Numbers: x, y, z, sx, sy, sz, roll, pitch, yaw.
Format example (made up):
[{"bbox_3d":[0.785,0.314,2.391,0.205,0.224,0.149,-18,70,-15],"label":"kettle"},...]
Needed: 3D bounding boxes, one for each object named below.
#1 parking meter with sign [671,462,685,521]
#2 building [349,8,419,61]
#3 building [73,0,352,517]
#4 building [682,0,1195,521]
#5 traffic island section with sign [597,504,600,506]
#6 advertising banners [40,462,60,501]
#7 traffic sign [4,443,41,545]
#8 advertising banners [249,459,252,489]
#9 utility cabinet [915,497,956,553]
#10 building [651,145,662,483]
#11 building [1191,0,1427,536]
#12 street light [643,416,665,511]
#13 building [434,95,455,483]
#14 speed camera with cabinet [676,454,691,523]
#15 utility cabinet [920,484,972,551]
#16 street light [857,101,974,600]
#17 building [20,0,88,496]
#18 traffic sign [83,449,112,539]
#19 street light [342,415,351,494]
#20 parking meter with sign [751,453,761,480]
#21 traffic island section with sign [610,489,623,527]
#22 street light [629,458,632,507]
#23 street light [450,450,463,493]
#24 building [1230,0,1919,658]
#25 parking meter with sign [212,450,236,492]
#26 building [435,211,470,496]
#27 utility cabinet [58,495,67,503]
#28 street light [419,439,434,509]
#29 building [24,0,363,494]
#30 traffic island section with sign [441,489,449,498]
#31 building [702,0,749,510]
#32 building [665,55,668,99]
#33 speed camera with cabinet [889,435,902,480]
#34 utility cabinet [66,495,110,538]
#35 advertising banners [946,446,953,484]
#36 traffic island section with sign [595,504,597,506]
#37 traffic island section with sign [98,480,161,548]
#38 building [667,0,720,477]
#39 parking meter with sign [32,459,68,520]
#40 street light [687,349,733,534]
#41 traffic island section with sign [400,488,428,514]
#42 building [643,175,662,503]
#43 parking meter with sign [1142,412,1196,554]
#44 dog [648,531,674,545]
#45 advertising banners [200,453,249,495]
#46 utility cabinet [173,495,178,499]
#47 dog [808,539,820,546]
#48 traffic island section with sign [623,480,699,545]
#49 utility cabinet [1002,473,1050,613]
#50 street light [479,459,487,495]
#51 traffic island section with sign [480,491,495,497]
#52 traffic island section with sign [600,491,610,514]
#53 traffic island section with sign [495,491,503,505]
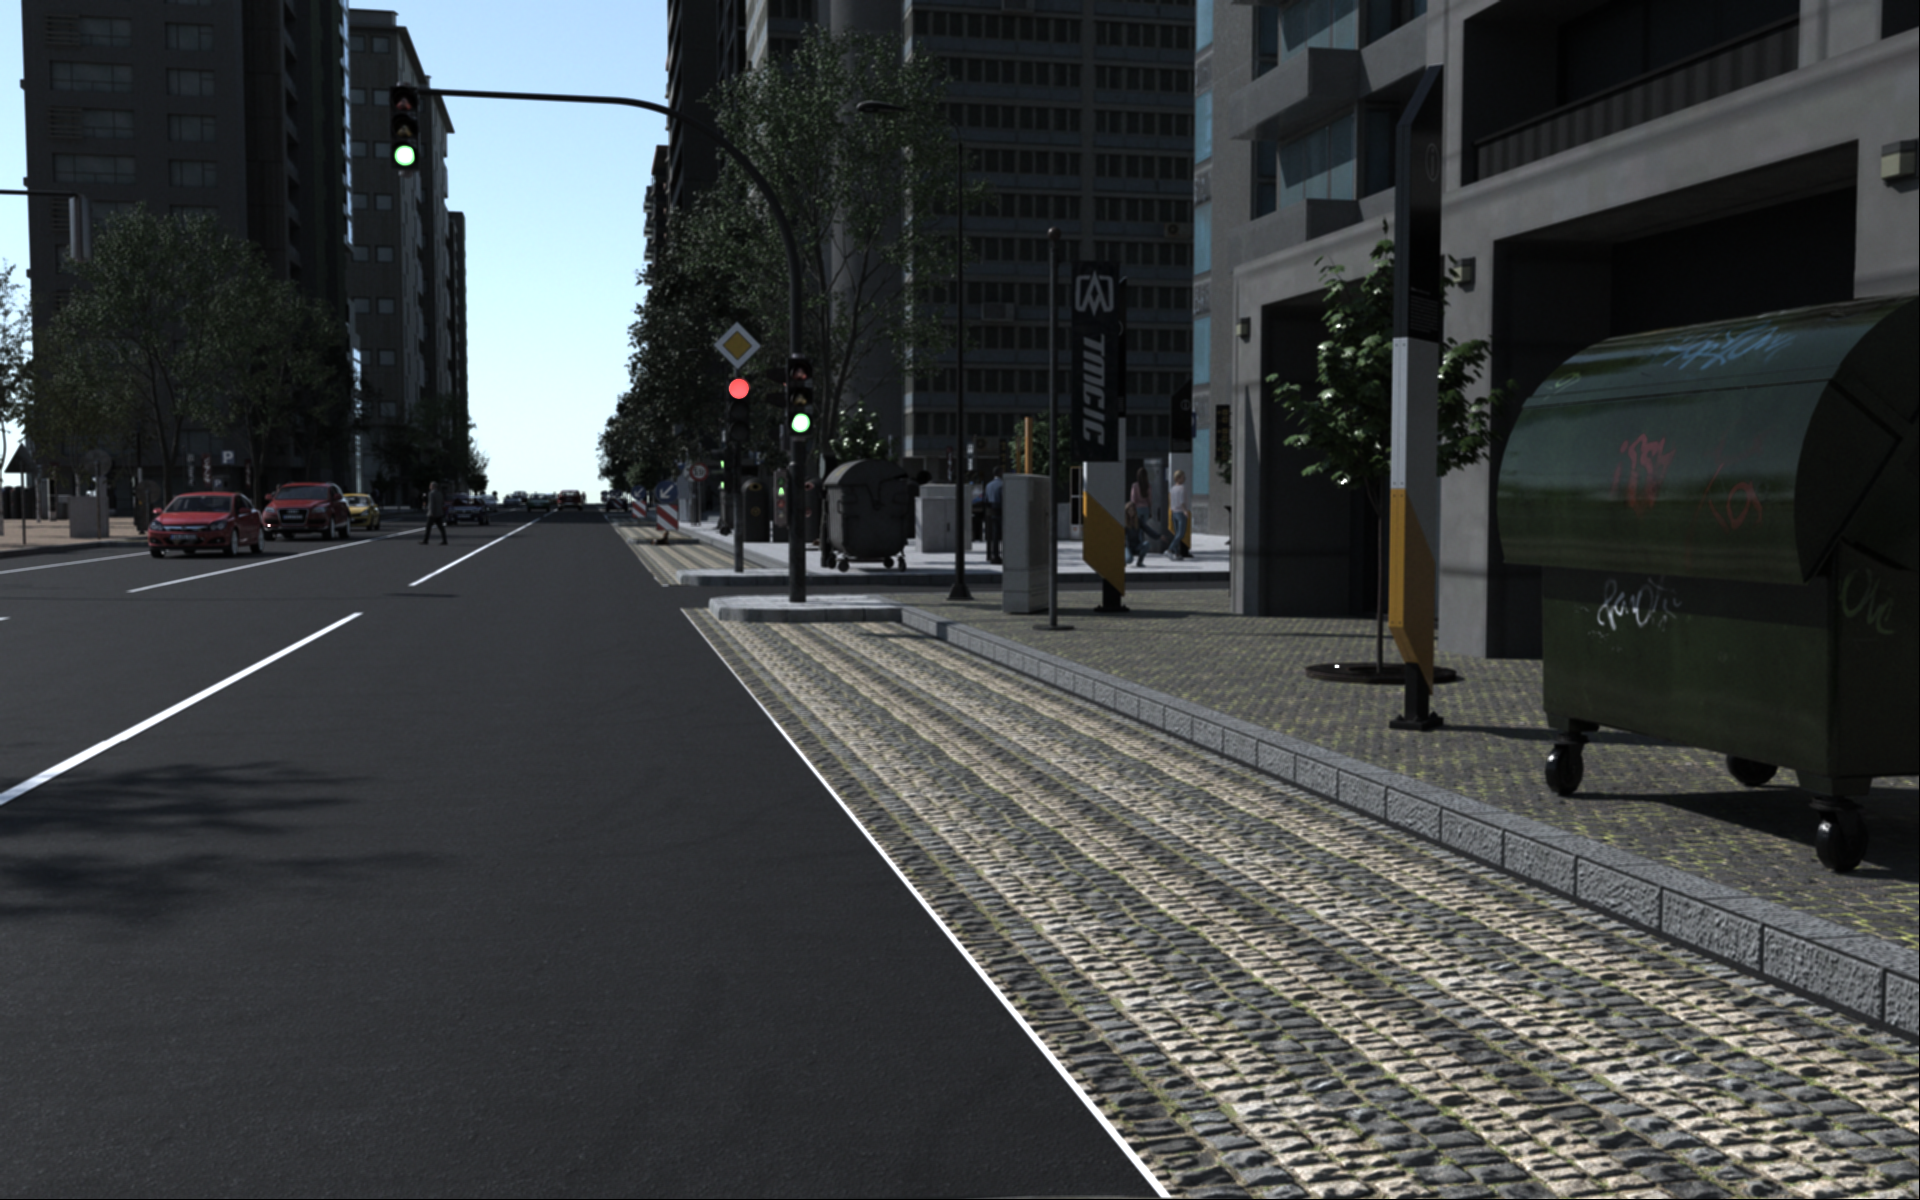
[{"bbox_3d":[-13.758,-5.372,84.096,0.543,3.016,1.738,-1,4,-17],"label":"parking meter with sign"},{"bbox_3d":[-74.557,-36.871,192.082,28.713,52.752,27.495,-1,4,-12],"label":"building"},{"bbox_3d":[-50.104,-26.560,117.857,14.154,41.232,14.086,-1,4,-12],"label":"building"},{"bbox_3d":[1.716,-24.389,90.640,32.217,40.220,23.993,-1,4,-12],"label":"building"},{"bbox_3d":[-30.720,-8.799,152.483,1.989,1.847,2.006,-1,4,-12],"label":"traffic island section with sign"},{"bbox_3d":[-49.699,-5.954,93.528,2.074,3.025,0.090,-3,5,-42],"label":"advertising banners"},{"bbox_3d":[-23.762,-2.686,43.916,0.884,2.594,0.081,0,4,-7],"label":"traffic sign"},{"bbox_3d":[-35.647,-5.469,85.604,0.090,3.025,2.074,1,4,15],"label":"advertising banners"},{"bbox_3d":[-0.487,-1.643,38.031,1.020,1.237,0.306,-3,4,-37],"label":"utility cabinet"},{"bbox_3d":[-27.016,-34.349,216.236,22.147,44.769,28.867,-1,4,-12],"label":"building"},{"bbox_3d":[21.978,-26.160,47.326,30.456,49.044,23.786,-1,4,-12],"label":"building"},{"bbox_3d":[-17.991,-7.921,102.056,1.470,5.913,1.316,-1,4,-12],"label":"street light"},{"bbox_3d":[-79.498,-38.575,219.940,28.713,52.752,27.495,-1,4,-12],"label":"building"},{"bbox_3d":[-12.511,-5.162,78.734,0.660,3.252,2.038,0,4,-4],"label":"speed camera with cabinet"},{"bbox_3d":[-0.327,-1.858,39.051,1.173,1.500,0.318,2,4,25],"label":"utility cabinet"},{"bbox_3d":[-0.531,-2.949,20.758,1.470,5.913,1.316,-1,4,-12],"label":"street light"},{"bbox_3d":[-46.382,-25.701,103.801,14.154,41.232,14.086,-1,4,-12],"label":"building"},{"bbox_3d":[-24.406,-2.992,49.032,0.768,2.556,0.104,0,4,-8],"label":"traffic sign"},{"bbox_3d":[-35.087,-7.799,100.058,1.470,5.913,1.316,-1,4,-12],"label":"street light"},{"bbox_3d":[-8.643,-4.630,71.959,0.543,3.016,1.738,-2,4,-32],"label":"parking meter with sign"},{"bbox_3d":[-14.251,-4.130,76.157,1.989,1.847,2.006,-1,4,-12],"label":"traffic island section with sign"},{"bbox_3d":[-24.089,-9.631,130.004,1.470,5.913,1.316,-1,4,-12],"label":"street light"},{"bbox_3d":[-52.629,-12.748,180.977,1.470,5.913,1.316,-1,4,-12],"label":"street light"},{"bbox_3d":[15.087,-34.895,8.788,20.563,71.187,20.611,-1,4,-12],"label":"building"},{"bbox_3d":[-29.178,-4.410,68.358,0.543,3.016,1.738,0,4,-1],"label":"parking meter with sign"},{"bbox_3d":[-76.666,-34.183,242.478,14.154,41.232,14.086,-1,4,-12],"label":"building"},{"bbox_3d":[-45.948,-4.730,88.499,1.020,1.237,0.306,0,4,8],"label":"utility cabinet"},{"bbox_3d":[-45.146,-10.644,146.564,1.470,5.913,1.316,-1,4,-12],"label":"street light"},{"bbox_3d":[-59.801,-50.443,137.407,22.319,86.520,31.000,-1,4,-12],"label":"building"},{"bbox_3d":[-44.091,-8.551,148.443,1.989,1.847,2.006,-1,4,-12],"label":"traffic island section with sign"},{"bbox_3d":[-7.432,-41.434,115.705,20.563,71.187,20.611,-1,4,-12],"label":"building"},{"bbox_3d":[-15.967,-31.032,161.990,22.147,44.769,28.867,-1,4,-12],"label":"building"},{"bbox_3d":[-2.981,-3.883,57.829,2.038,3.252,0.660,0,4,-6],"label":"speed camera with cabinet"},{"bbox_3d":[-25.712,-2.446,51.147,1.020,1.237,0.306,-1,4,-18],"label":"utility cabinet"},{"bbox_3d":[-0.049,-4.062,62.594,0.090,3.025,2.074,-2,4,-25],"label":"advertising banners"},{"bbox_3d":[-42.387,-12.109,206.610,1.989,1.847,2.006,-1,4,-12],"label":"traffic island section with sign"},{"bbox_3d":[-22.290,-2.372,47.416,1.989,1.847,2.006,-1,4,-12],"label":"traffic island section with sign"},{"bbox_3d":[-11.703,-31.396,137.027,21.300,48.544,21.600,-1,4,-12],"label":"building"},{"bbox_3d":[-45.417,-5.510,86.342,1.738,3.016,0.543,0,4,6],"label":"parking meter with sign"},{"bbox_3d":[-8.061,-5.090,55.758,1.470,5.913,1.316,-1,4,-12],"label":"street light"},{"bbox_3d":[-38.402,-6.939,122.087,1.989,1.847,2.006,-1,4,-12],"label":"traffic island section with sign"},{"bbox_3d":[-33.304,-38.301,245.832,23.786,49.044,30.456,-1,4,-12],"label":"building"},{"bbox_3d":[4.345,-2.522,37.488,0.543,3.016,1.738,-2,4,-31],"label":"parking meter with sign"},{"bbox_3d":[-8.370,-1.718,48.278,0.748,0.427,0.550,1,4,20],"label":"dog"},{"bbox_3d":[-31.031,-4.694,72.940,2.074,3.025,0.090,1,4,12],"label":"advertising banners"},{"bbox_3d":[-34.760,-3.996,76.501,0.306,1.237,1.020,-1,4,-14],"label":"utility cabinet"},{"bbox_3d":[-3.514,-1.530,42.750,0.748,0.427,0.550,-2,4,-24],"label":"dog"},{"bbox_3d":[-8.571,-2.518,49.805,1.989,1.847,2.006,-1,4,-12],"label":"traffic island section with sign"},{"bbox_3d":[0.781,-0.627,18.924,0.318,1.500,1.173,1,4,18],"label":"utility cabinet"},{"bbox_3d":[-62.878,-15.661,228.602,1.470,5.913,1.316,-1,4,-12],"label":"street light"},{"bbox_3d":[-55.775,-11.869,202.692,1.989,1.847,2.006,-1,4,-12],"label":"traffic island section with sign"},{"bbox_3d":[-24.909,-7.151,125.545,1.989,1.847,2.006,-1,4,-12],"label":"traffic island section with sign"},{"bbox_3d":[-61.556,-13.506,229.444,1.989,1.847,2.006,-1,4,-12],"label":"traffic island section with sign"}]
